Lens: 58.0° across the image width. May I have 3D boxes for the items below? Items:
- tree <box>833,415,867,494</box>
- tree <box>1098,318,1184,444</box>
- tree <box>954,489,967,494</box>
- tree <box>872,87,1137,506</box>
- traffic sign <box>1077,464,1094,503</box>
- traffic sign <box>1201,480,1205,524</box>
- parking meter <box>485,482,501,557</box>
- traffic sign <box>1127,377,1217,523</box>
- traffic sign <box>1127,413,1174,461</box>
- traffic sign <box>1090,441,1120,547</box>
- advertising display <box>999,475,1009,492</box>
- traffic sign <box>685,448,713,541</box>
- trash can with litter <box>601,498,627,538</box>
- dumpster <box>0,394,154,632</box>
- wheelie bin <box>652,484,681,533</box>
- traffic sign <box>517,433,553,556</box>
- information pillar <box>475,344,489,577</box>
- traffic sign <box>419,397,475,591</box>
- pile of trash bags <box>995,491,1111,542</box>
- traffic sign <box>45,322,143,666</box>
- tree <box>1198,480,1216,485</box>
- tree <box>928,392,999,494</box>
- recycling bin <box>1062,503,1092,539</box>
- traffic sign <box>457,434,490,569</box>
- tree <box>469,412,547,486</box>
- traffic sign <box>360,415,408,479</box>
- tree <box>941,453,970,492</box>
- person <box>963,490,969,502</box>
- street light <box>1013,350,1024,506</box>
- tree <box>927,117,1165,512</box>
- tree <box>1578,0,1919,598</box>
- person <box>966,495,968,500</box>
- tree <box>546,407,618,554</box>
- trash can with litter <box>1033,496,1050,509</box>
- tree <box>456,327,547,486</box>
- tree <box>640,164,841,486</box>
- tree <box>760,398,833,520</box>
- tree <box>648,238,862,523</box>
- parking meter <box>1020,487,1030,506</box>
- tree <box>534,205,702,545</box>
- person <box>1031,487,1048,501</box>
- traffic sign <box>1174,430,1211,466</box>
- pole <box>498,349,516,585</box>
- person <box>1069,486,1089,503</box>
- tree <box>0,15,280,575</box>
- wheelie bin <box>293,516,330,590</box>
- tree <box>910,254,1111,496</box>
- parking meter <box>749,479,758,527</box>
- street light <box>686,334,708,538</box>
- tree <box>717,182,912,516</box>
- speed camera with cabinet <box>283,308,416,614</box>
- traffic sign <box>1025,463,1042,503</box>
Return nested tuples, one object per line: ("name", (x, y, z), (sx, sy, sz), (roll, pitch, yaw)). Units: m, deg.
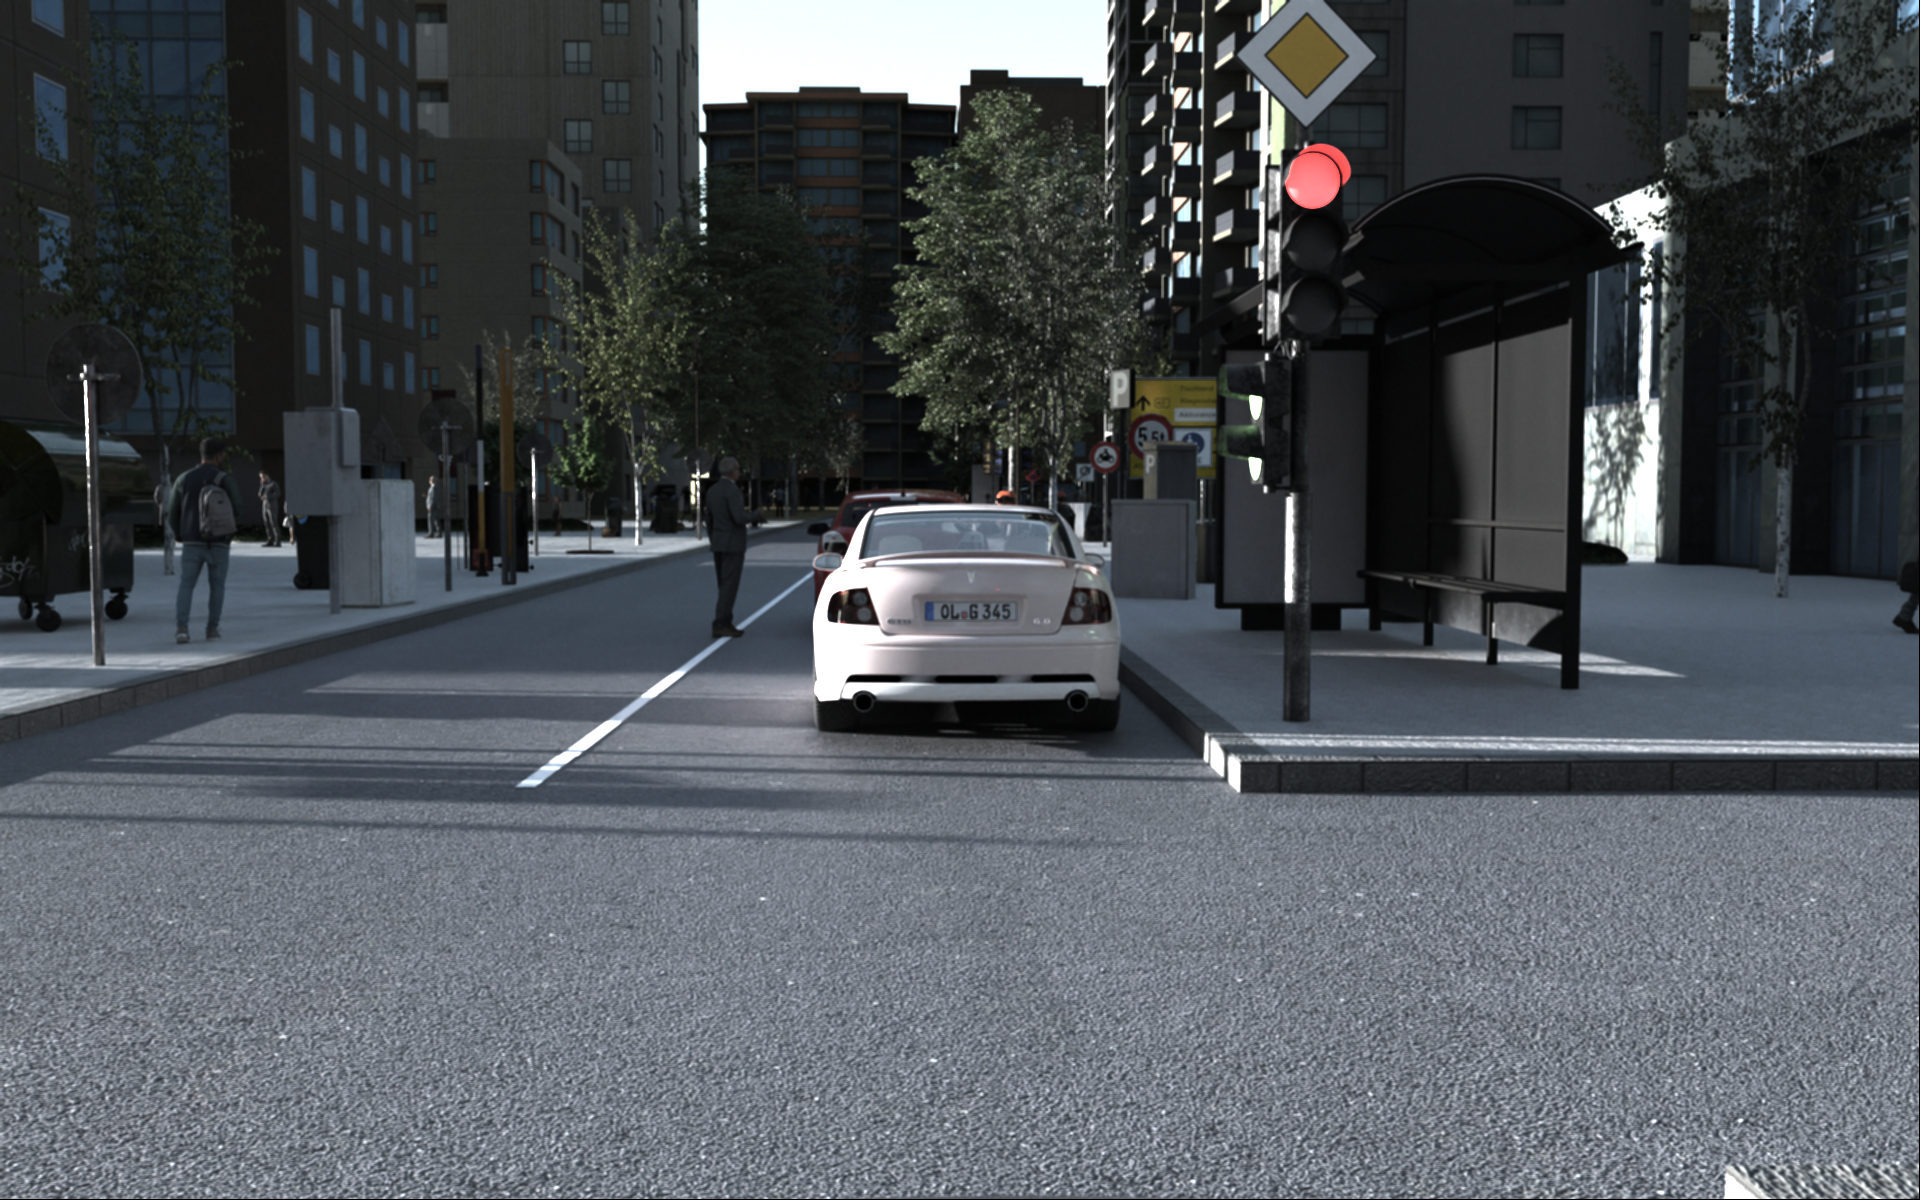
("tree", (-10.709, -12.876, 160.890), (4.360, 8.622, 3.978), (0, 3, 0))
("tree", (7.799, -7.435, 71.921), (4.737, 8.622, 4.395), (0, 3, 0))
("tree", (0.061, -9.062, 142.773), (1.663, 3.219, 1.824), (0, 3, 0))
("tree", (1.379, -8.036, 49.509), (7.486, 12.596, 7.792), (0, 3, 0))
("traffic sign", (4.202, -3.431, 58.233), (0.606, 2.300, 0.079), (0, 4, -1))
("traffic sign", (4.950, -2.152, 35.288), (0.768, 2.556, 0.104), (0, 4, 1))
("parking meter", (-9.485, -1.644, 35.296), (0.372, 1.533, 0.369), (0, 3, 0))
("traffic sign", (4.040, -2.217, 30.118), (2.265, 3.308, 0.079), (0, 4, 2))
("traffic sign", (3.018, -1.669, 27.395), (0.768, 2.556, 0.104), (0, 4, 0))
("traffic sign", (3.498, -2.543, 41.687), (0.768, 2.556, 0.104), (0, 4, 1))
("advertising display", (1.648, -3.299, 59.159), (0.123, 1.923, 0.974), (2, 4, 34))
("traffic sign", (-7.193, -2.915, 47.764), (0.768, 2.556, 0.104), (0, 4, 4))
("trash can with litter", (-10.280, -2.446, 51.379), (0.624, 1.170, 1.055), (0, 4, 1))
("dumpster", (-8.993, -0.875, 16.800), (1.502, 2.255, 1.985), (0, 4, -1))
("wheelie bin", (-9.567, -2.981, 56.645), (0.980, 1.594, 0.693), (-2, 4, -31))
("traffic sign", (-8.804, -2.190, 35.906), (0.768, 2.556, 0.104), (0, 4, 6))
("information pillar", (-7.445, -2.173, 26.887), (0.183, 3.616, 0.504), (-1, 4, -16))
("traffic sign", (-6.764, -1.390, 22.829), (0.768, 2.556, 0.104), (0, 4, 6))
("pile of trash bags", (2.627, -2.302, 47.393), (3.447, 1.369, 1.912), (1, 4, 18))
("traffic sign", (-6.447, -0.782, 12.894), (0.768, 2.556, 0.104), (0, 4, 6))
("tree", (9.294, -4.626, 59.354), (4.285, 4.588, 4.351), (0, 3, 0))
("tree", (-0.078, -14.238, 158.550), (9.928, 11.665, 9.643), (0, 3, 0))
("recycling bin", (3.332, -2.250, 49.336), (0.722, 1.027, 0.722), (1, 4, 19))
("traffic sign", (-8.443, -1.807, 29.549), (0.884, 2.594, 0.081), (0, 4, 5))
("tree", (-17.276, -5.002, 65.491), (4.285, 4.588, 4.351), (0, 3, 0))
("traffic sign", (-9.557, -1.751, 28.630), (0.884, 2.594, 0.081), (0, 4, 8))
("tree", (0.139, -9.215, 134.384), (4.285, 4.588, 4.351), (0, 3, 0))
("person", (0.764, -9.041, 154.576), (1.217, 1.735, 0.721), (-3, 4, -38))
("street light", (1.492, -4.369, 44.218), (0.468, 5.910, 1.993), (0, 4, -1))
("tree", (1.572, -5.068, 33.227), (4.360, 8.622, 3.978), (0, 3, 0))
("tree", (9.970, -4.338, 21.291), (4.360, 8.622, 3.978), (0, 3, 0))
("person", (0.792, -9.133, 155.916), (0.434, 1.755, 0.990), (1, 4, 15))
("tree", (-7.977, -2.630, 37.607), (1.663, 3.219, 1.824), (0, 3, 0))
("trash can with litter", (2.803, -2.437, 50.906), (2.233, 1.210, 1.678), (0, 4, 6))
("tree", (-19.830, -7.660, 75.611), (4.360, 8.622, 3.978), (0, 3, 0))
("tree", (-7.766, -8.699, 60.360), (7.486, 12.596, 7.792), (0, 3, 0))
("tree", (-8.857, -8.297, 86.022), (4.360, 8.622, 3.978), (0, 3, 0))
("tree", (-9.043, -9.709, 75.747), (9.611, 12.733, 9.660), (0, 3, 0))
("parking meter", (2.326, -3.306, 62.466), (0.372, 1.533, 0.369), (0, 3, 0))
("tree", (-8.306, -5.703, 43.610), (4.737, 8.622, 4.395), (0, 3, 0))
("person", (5.724, -7.206, 123.949), (1.348, 1.812, 0.705), (2, 4, 29))
("traffic sign", (3.607, -1.517, 26.932), (0.606, 2.300, 0.079), (0, 4, 2))
("pole", (-6.383, -1.870, 24.419), (0.158, 3.312, 0.155), (0, 3, 0))
("person", (6.740, -5.606, 98.417), (1.217, 1.735, 0.721), (-1, 4, -17))
("tree", (-12.565, -4.689, 27.029), (4.737, 8.622, 4.395), (0, 3, 0))
("wheelie bin", (-8.607, -0.954, 23.505), (0.693, 1.594, 0.980), (1, 4, 9))
("tree", (2.506, -7.955, 64.473), (7.601, 10.594, 8.767), (1, 4, 9))
("parking meter", (-8.026, -3.770, 67.354), (0.255, 1.863, 0.399), (-1, 4, -21))
("street light", (-7.606, -4.740, 50.288), (0.468, 5.910, 1.993), (0, 4, -1))
("tree", (-9.249, -15.146, 103.534), (12.611, 20.169, 13.585), (0, 3, 0))
("speed camera with cabinet", (-6.771, -1.526, 19.282), (0.660, 3.252, 2.038), (0, 4, 6))
("traffic sign", (2.980, -4.342, 71.096), (0.768, 2.556, 0.104), (0, 4, 5))
